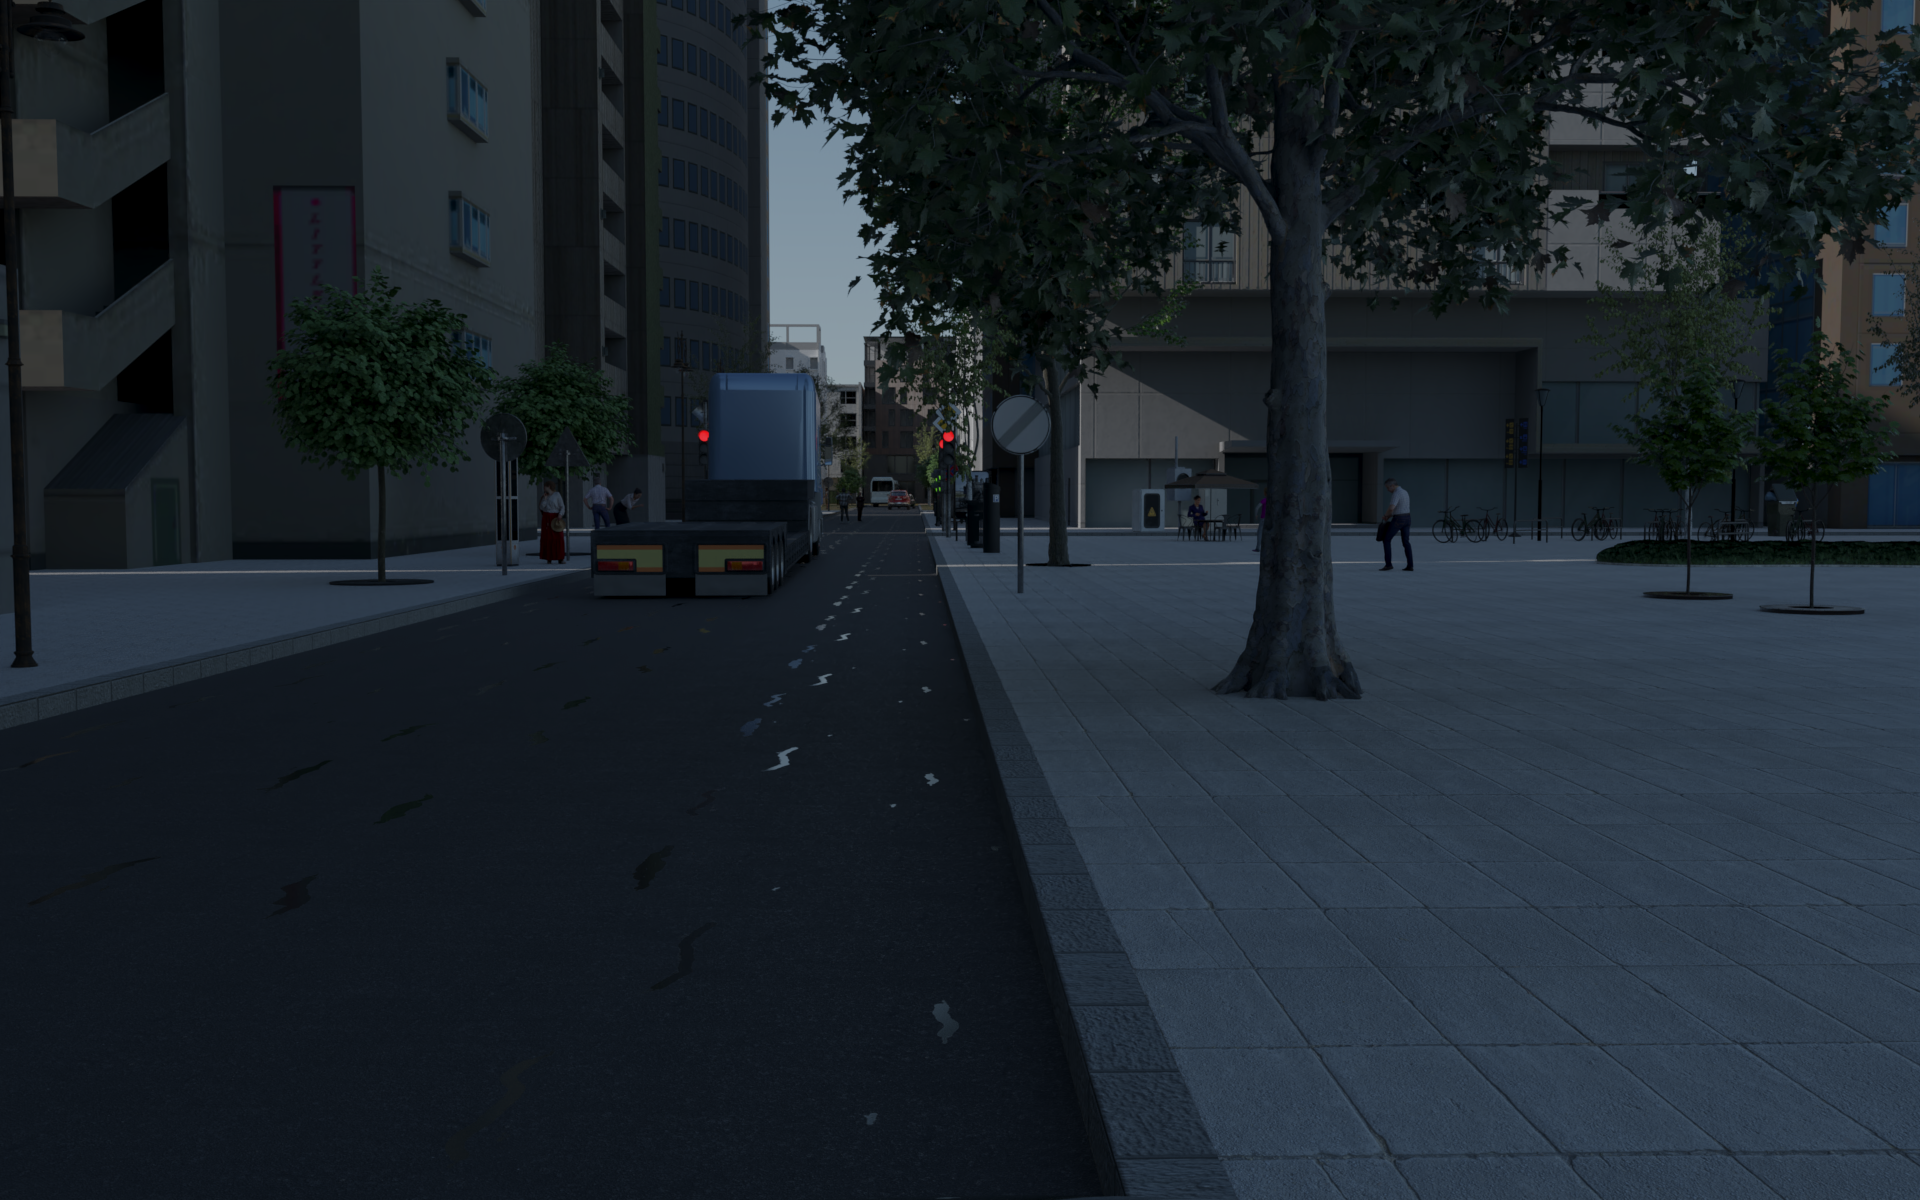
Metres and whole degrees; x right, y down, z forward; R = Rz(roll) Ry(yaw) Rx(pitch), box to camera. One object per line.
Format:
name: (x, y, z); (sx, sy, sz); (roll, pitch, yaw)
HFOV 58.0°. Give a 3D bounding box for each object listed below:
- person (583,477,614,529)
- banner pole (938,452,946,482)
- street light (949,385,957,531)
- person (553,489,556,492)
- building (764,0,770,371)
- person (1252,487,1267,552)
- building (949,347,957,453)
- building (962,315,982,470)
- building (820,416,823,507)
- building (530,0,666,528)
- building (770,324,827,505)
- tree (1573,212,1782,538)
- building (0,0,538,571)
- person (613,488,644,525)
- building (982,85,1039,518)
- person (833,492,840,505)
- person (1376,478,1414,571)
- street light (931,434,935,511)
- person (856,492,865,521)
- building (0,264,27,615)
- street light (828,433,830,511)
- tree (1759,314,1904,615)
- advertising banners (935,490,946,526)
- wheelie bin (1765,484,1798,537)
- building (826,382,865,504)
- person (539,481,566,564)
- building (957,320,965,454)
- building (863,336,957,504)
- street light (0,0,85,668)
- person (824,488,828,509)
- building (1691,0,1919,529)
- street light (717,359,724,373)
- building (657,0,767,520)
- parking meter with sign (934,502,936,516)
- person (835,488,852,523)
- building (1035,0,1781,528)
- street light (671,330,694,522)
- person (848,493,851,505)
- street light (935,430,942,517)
person: (-9.196, -2.276, 44.201); (0.756, 1.711, 0.436); (0, 4, 2)
banner pole: (-0.754, -6.206, 91.489); (0.863, 3.779, 0.401); (0, 4, 8)
street light: (-0.184, -5.358, 60.387); (0.468, 5.910, 1.993); (0, 4, -1)
person: (-12.048, -2.564, 51.207); (0.726, 1.434, 0.776); (-2, 4, -25)
building: (-21.343, -29.082, 125.607); (14.600, 45.320, 14.200); (0, 4, -1)
person: (6.386, -1.671, 36.595); (0.726, 1.435, 0.776); (-2, 4, -26)
building: (6.788, -21.122, 201.771); (16.016, 20.091, 11.380); (0, 4, -1)
building: (8.413, -18.484, 158.635); (16.016, 20.091, 11.380); (0, 4, -1)
building: (-18.582, -14.390, 177.418); (9.099, 9.664, 28.070); (0, 4, -1)
building: (-19.683, -18.097, 67.587); (14.160, 30.474, 14.107); (0, 4, -1)
building: (-21.136, -20.945, 198.874); (11.380, 20.091, 16.016); (0, 4, -1)
tree: (15.732, -5.330, 37.511); (4.737, 8.622, 4.395); (0, 3, 0)
building: (-22.141, -25.247, 36.495); (21.600, 48.544, 21.300); (0, 4, -1)
person: (-7.972, -1.989, 41.752); (0.799, 1.438, 0.628); (0, 4, -2)
building: (8.441, -27.418, 98.396); (14.600, 45.320, 14.200); (0, 4, -1)
person: (-14.335, -12.102, 203.919); (1.348, 1.823, 0.705); (2, 4, 29)
person: (7.251, -1.260, 28.856); (0.590, 1.554, 0.614); (3, 4, 36)
street light: (-2.010, -9.768, 132.499); (0.468, 5.910, 1.993); (0, 4, -1)
person: (-5.260, -4.952, 91.735); (0.482, 1.546, 0.388); (-2, 4, -28)
building: (-20.304, -35.095, 12.064); (20.563, 71.187, 20.611); (0, 4, -1)
street light: (-10.006, -9.741, 132.056); (0.468, 5.910, 1.993); (0, 4, -1)
tree: (9.130, -1.476, 18.742); (1.663, 3.219, 1.824); (0, 3, 0)
advertising banners: (-0.668, -4.474, 69.333); (0.090, 3.025, 2.074); (1, 4, 17)
wheelie bin: (24.834, -2.725, 52.462); (0.980, 1.594, 0.693); (-1, 4, -9)
building: (-28.572, -22.141, 228.458); (31.486, 18.905, 16.747); (0, 4, -1)
person: (-7.462, -1.421, 31.737); (0.523, 1.526, 0.387); (1, 4, 9)
building: (8.409, -19.204, 180.451); (16.747, 18.905, 31.486); (0, 4, -1)
building: (3.535, -23.919, 235.043); (32.646, 21.610, 27.936); (0, 4, -1)
street light: (-6.950, -2.440, 12.685); (0.468, 5.910, 1.993); (0, 4, -1)
person: (-11.199, -8.517, 145.300); (0.705, 1.824, 1.348); (0, 4, 8)
building: (38.721, -25.601, 68.687); (14.200, 45.320, 14.600); (0, 4, -1)
street light: (-8.189, -5.298, 59.412); (0.468, 5.910, 1.993); (0, 4, -1)
building: (-22.548, -33.885, 96.011); (21.231, 58.520, 28.212); (0, 4, -1)
parking meter with sign: (-0.960, -6.312, 99.462); (0.543, 3.016, 1.738); (-2, 4, -29)
person: (-5.750, -4.691, 85.920); (0.841, 1.734, 0.376); (0, 4, -1)
building: (16.485, -29.704, 74.895); (27.495, 52.752, 28.713); (0, 4, -1)
street light: (-7.846, -4.664, 49.047); (0.468, 5.910, 1.993); (0, 4, -1)
person: (-13.439, -12.173, 208.257); (0.799, 1.438, 0.628); (-2, 4, -30)
street light: (-1.024, -7.563, 96.445); (0.468, 5.910, 1.993); (0, 4, -1)
